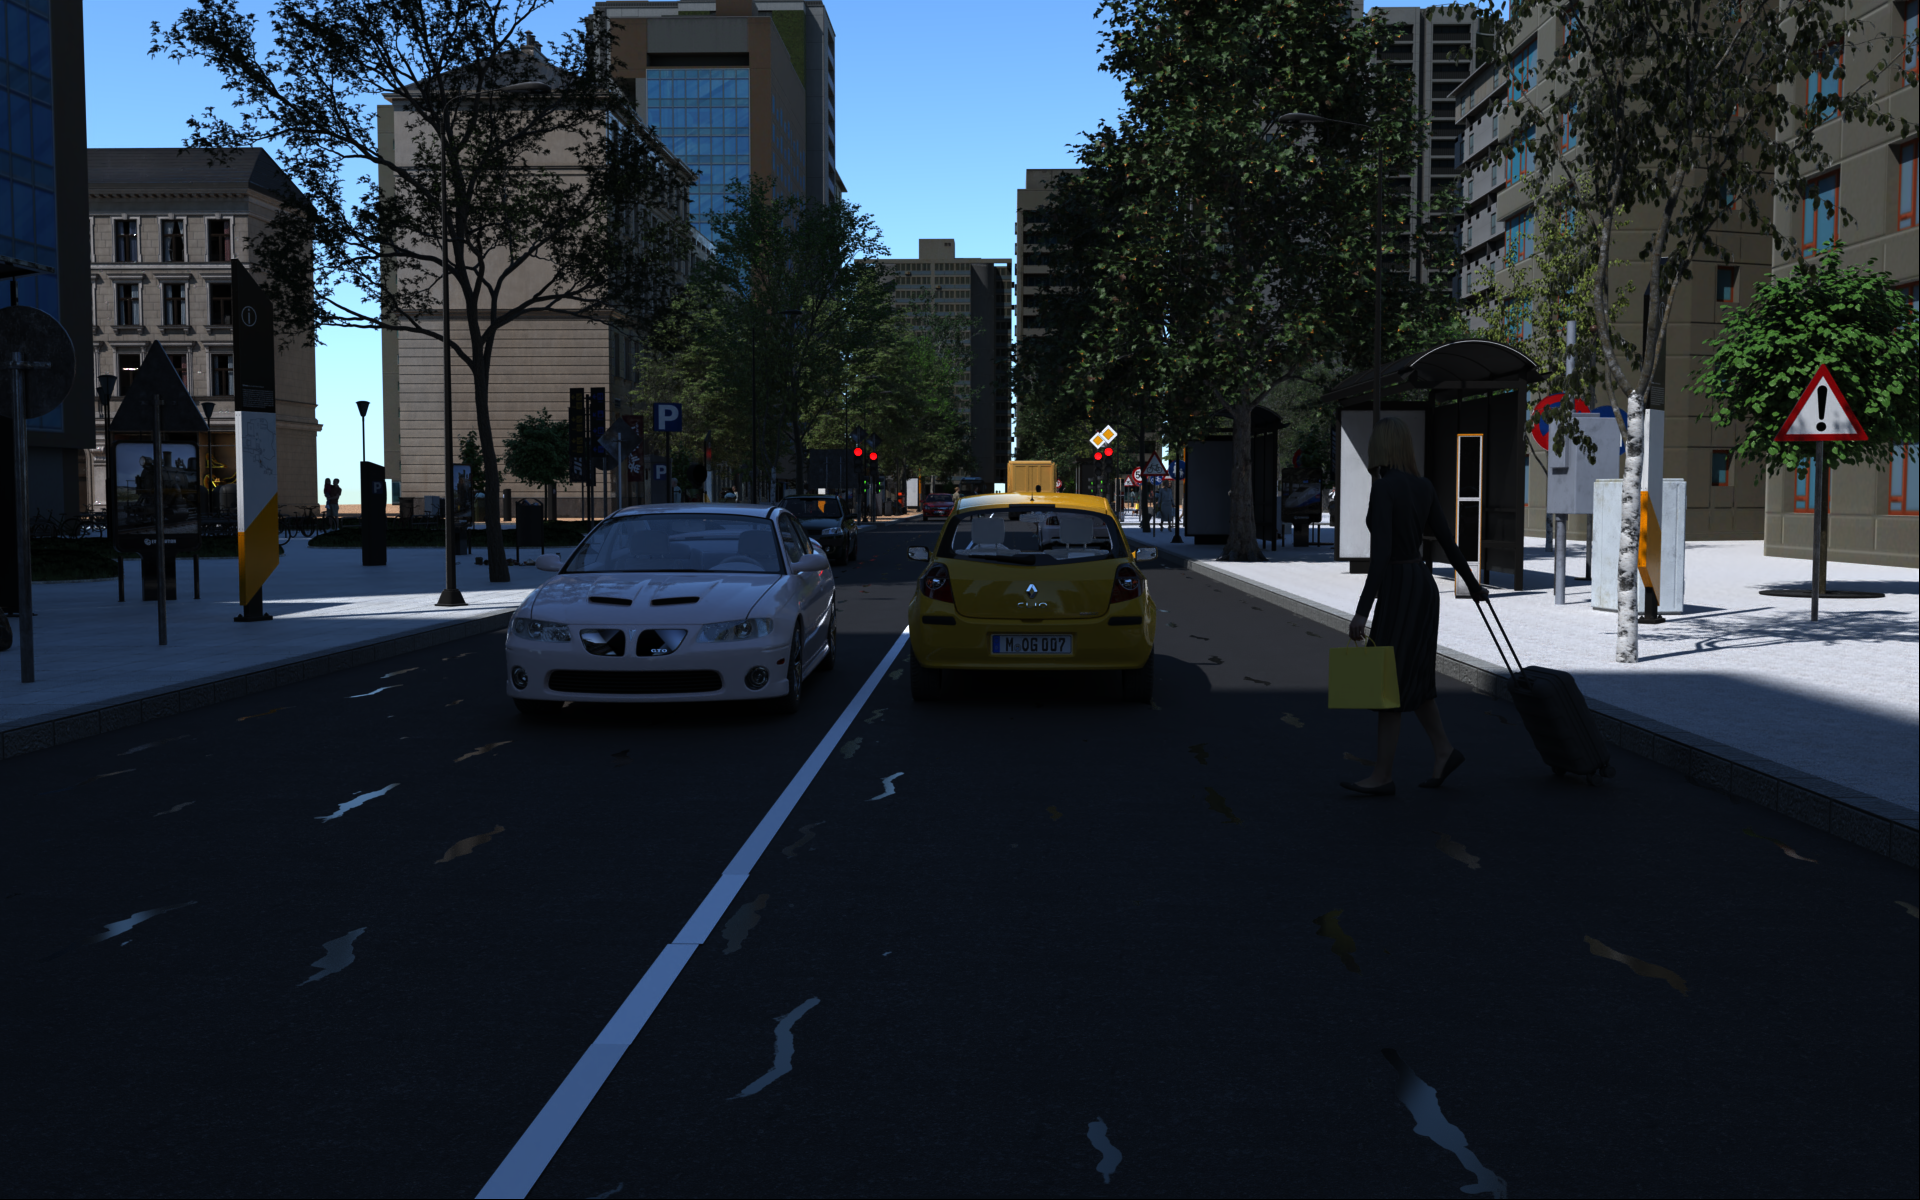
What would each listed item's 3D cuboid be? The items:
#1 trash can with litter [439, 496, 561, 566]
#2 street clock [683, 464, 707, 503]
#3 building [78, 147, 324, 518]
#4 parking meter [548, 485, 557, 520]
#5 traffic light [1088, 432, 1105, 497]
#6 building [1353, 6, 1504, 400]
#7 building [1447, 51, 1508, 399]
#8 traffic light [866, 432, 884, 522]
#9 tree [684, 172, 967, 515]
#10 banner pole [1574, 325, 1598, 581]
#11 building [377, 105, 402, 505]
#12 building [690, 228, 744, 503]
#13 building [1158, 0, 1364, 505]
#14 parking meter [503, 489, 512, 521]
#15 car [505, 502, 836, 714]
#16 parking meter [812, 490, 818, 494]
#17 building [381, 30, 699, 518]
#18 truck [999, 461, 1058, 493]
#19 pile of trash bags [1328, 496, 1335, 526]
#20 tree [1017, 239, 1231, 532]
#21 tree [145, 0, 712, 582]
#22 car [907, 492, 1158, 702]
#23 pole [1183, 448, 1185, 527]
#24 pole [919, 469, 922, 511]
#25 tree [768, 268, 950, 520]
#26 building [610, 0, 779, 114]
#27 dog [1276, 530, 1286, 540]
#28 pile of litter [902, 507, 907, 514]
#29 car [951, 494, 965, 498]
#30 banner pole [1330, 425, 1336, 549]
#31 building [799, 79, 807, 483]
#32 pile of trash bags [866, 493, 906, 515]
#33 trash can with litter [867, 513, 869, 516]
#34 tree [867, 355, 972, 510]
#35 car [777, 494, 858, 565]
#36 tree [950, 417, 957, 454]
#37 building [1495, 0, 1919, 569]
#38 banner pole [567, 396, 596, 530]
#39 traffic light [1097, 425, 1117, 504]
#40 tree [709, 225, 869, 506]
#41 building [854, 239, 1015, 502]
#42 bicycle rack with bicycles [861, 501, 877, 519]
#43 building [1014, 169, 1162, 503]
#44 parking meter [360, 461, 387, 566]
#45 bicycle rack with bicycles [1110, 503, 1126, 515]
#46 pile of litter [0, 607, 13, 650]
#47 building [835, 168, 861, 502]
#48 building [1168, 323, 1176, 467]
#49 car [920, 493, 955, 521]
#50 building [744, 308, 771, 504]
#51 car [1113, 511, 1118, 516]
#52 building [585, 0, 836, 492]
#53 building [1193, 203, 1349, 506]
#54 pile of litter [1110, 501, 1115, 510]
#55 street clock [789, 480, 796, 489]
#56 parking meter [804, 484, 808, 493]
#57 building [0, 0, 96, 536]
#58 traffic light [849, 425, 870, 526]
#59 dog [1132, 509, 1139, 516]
[{"bbox_3d":[-8.096,-1.243,31.384,2.233,1.210,1.678,1,4,14],"label":"trash can with litter"},{"bbox_3d":[-6.359,-2.284,41.916,0.358,2.002,0.471,3,5,40],"label":"street clock"},{"bbox_3d":[-58.052,-15.151,98.627,40.483,20.767,10.553,0,4,2],"label":"building"},{"bbox_3d":[-18.729,-4.517,79.570,0.255,1.863,0.399,1,4,20],"label":"parking meter"},{"bbox_3d":[6.187,-5.451,78.037,0.839,4.253,0.868,0,4,2],"label":"traffic light"},{"bbox_3d":[69.487,-50.134,257.944,20.611,71.187,20.563,0,4,2],"label":"building"},{"bbox_3d":[70.760,-37.281,198.785,27.495,52.752,28.713,0,4,2],"label":"building"},{"bbox_3d":[-3.871,-5.466,78.294,0.839,4.253,0.868,0,4,2],"label":"traffic light"},{"bbox_3d":[-5.375,-8.012,56.749,9.928,11.665,9.643,0,3,0],"label":"tree"},{"bbox_3d":[9.437,-2.198,25.957,0.401,3.779,0.863,1,4,15],"label":"banner pole"},{"bbox_3d":[-54.839,-35.627,206.210,21.600,48.544,21.300,0,4,2],"label":"building"},{"bbox_3d":[-22.184,-16.565,125.595,10.420,20.320,16.860,0,4,2],"label":"building"},{"bbox_3d":[34.540,-46.744,202.509,20.563,71.187,20.611,0,4,2],"label":"building"},{"bbox_3d":[-21.376,-4.488,81.784,0.372,1.533,0.369,0,3,0],"label":"parking meter"},{"bbox_3d":[-1.961,-0.028,12.816,2.083,1.381,4.827,0,4,1],"label":"car"},{"bbox_3d":[-8.561,-5.766,102.691,0.372,1.533,0.369,0,3,0],"label":"parking meter"},{"bbox_3d":[-24.002,-18.782,104.346,12.463,27.353,25.104,0,4,2],"label":"building"},{"bbox_3d":[4.033,-6.309,99.084,3.469,3.379,9.791,0,4,1],"label":"truck"},{"bbox_3d":[15.531,-3.609,68.763,1.912,1.369,3.447,0,4,-6],"label":"pile of trash bags"},{"bbox_3d":[5.912,-7.542,57.731,7.601,10.594,8.767,0,4,6],"label":"tree"},{"bbox_3d":[-7.073,-5.545,25.067,7.601,10.594,8.767,0,4,5],"label":"tree"},{"bbox_3d":[0.556,-0.194,13.396,2.015,1.641,3.980,0,4,2],"label":"car"},{"bbox_3d":[8.806,-4.510,67.579,0.158,3.312,0.155,0,3,0],"label":"pole"},{"bbox_3d":[-2.940,-8.242,128.595,0.158,3.312,0.155,0,3,0],"label":"pole"},{"bbox_3d":[-5.169,-10.291,86.380,7.486,12.596,7.792,0,3,0],"label":"tree"},{"bbox_3d":[-23.401,-31.250,161.044,14.600,45.320,14.200,0,4,2],"label":"building"},{"bbox_3d":[9.008,-1.905,48.889,0.748,0.427,0.550,-1,4,-20],"label":"dog"},{"bbox_3d":[-4.134,-6.064,113.108,1.719,0.858,1.176,-3,5,-42],"label":"pile of litter"},{"bbox_3d":[-0.286,-8.233,146.402,2.131,1.459,4.920,0,4,3],"label":"car"},{"bbox_3d":[8.841,-3.097,40.659,0.401,3.779,0.863,-1,4,-9],"label":"banner pole"},{"bbox_3d":[-23.238,-32.117,175.218,14.600,45.320,14.200,0,4,2],"label":"building"},{"bbox_3d":[-4.291,-5.863,105.620,1.912,1.369,3.447,2,4,26],"label":"pile of trash bags"},{"bbox_3d":[-5.204,-5.547,101.748,1.678,1.210,2.233,0,4,-1],"label":"trash can with litter"},{"bbox_3d":[-2.869,-13.541,138.399,9.611,12.733,9.660,0,3,0],"label":"tree"},{"bbox_3d":[-3.092,-1.603,36.002,2.009,1.686,4.222,0,4,1],"label":"car"},{"bbox_3d":[-4.246,-12.338,119.847,7.486,12.596,7.792,0,3,0],"label":"tree"},{"bbox_3d":[30.642,-11.969,40.734,27.650,21.520,28.899,0,4,2],"label":"building"},{"bbox_3d":[-9.593,-3.311,44.146,0.863,3.779,0.401,-3,4,-38],"label":"banner pole"},{"bbox_3d":[5.969,-4.962,70.055,0.839,4.253,0.868,0,4,2],"label":"traffic light"},{"bbox_3d":[-5.149,-6.002,48.497,4.737,8.622,4.395,0,3,0],"label":"tree"},{"bbox_3d":[-3.636,-35.142,266.448,23.993,40.220,32.217,0,4,2],"label":"building"},{"bbox_3d":[-5.726,-4.715,90.464,2.925,0.926,2.852,-2,4,-25],"label":"bicycle rack with bicycles"},{"bbox_3d":[19.005,-38.928,260.166,21.600,48.544,21.300,0,4,2],"label":"building"},{"bbox_3d":[-10.506,-1.550,31.055,0.255,1.863,0.399,2,4,34],"label":"parking meter"},{"bbox_3d":[8.066,-5.190,98.234,2.925,0.926,2.852,0,4,1],"label":"bicycle rack with bicycles"},{"bbox_3d":[-8.344,0.012,13.764,1.176,0.858,1.719,2,4,29],"label":"pile of litter"},{"bbox_3d":[-30.031,-41.370,265.630,27.495,52.752,28.713,0,4,2],"label":"building"},{"bbox_3d":[44.240,-37.026,259.998,28.867,44.769,22.147,0,4,2],"label":"building"},{"bbox_3d":[-1.102,-5.184,93.796,2.155,1.783,4.494,0,4,0],"label":"car"},{"bbox_3d":[-21.990,-17.082,143.914,10.561,19.102,19.286,0,4,2],"label":"building"},{"bbox_3d":[2.881,-1.853,42.653,2.083,1.381,4.827,0,4,1],"label":"car"},{"bbox_3d":[-29.112,-40.550,204.989,28.212,58.520,21.231,0,4,2],"label":"building"},{"bbox_3d":[31.084,-24.464,171.687,14.160,30.474,14.107,0,4,2],"label":"building"},{"bbox_3d":[9.769,-5.893,110.312,1.719,0.858,1.176,3,4,37],"label":"pile of litter"},{"bbox_3d":[-8.807,-5.326,91.657,0.471,2.002,0.358,0,4,-1],"label":"street clock"},{"bbox_3d":[-8.654,-5.545,96.366,0.399,1.863,0.255,-2,4,-33],"label":"parking meter"},{"bbox_3d":[-34.503,-24.254,46.661,14.200,45.320,14.600,0,4,2],"label":"building"},{"bbox_3d":[-4.089,-4.978,70.312,0.839,4.253,0.868,0,4,2],"label":"traffic light"},{"bbox_3d":[10.053,-5.048,99.370,0.406,0.507,0.540,1,4,11],"label":"dog"}]
